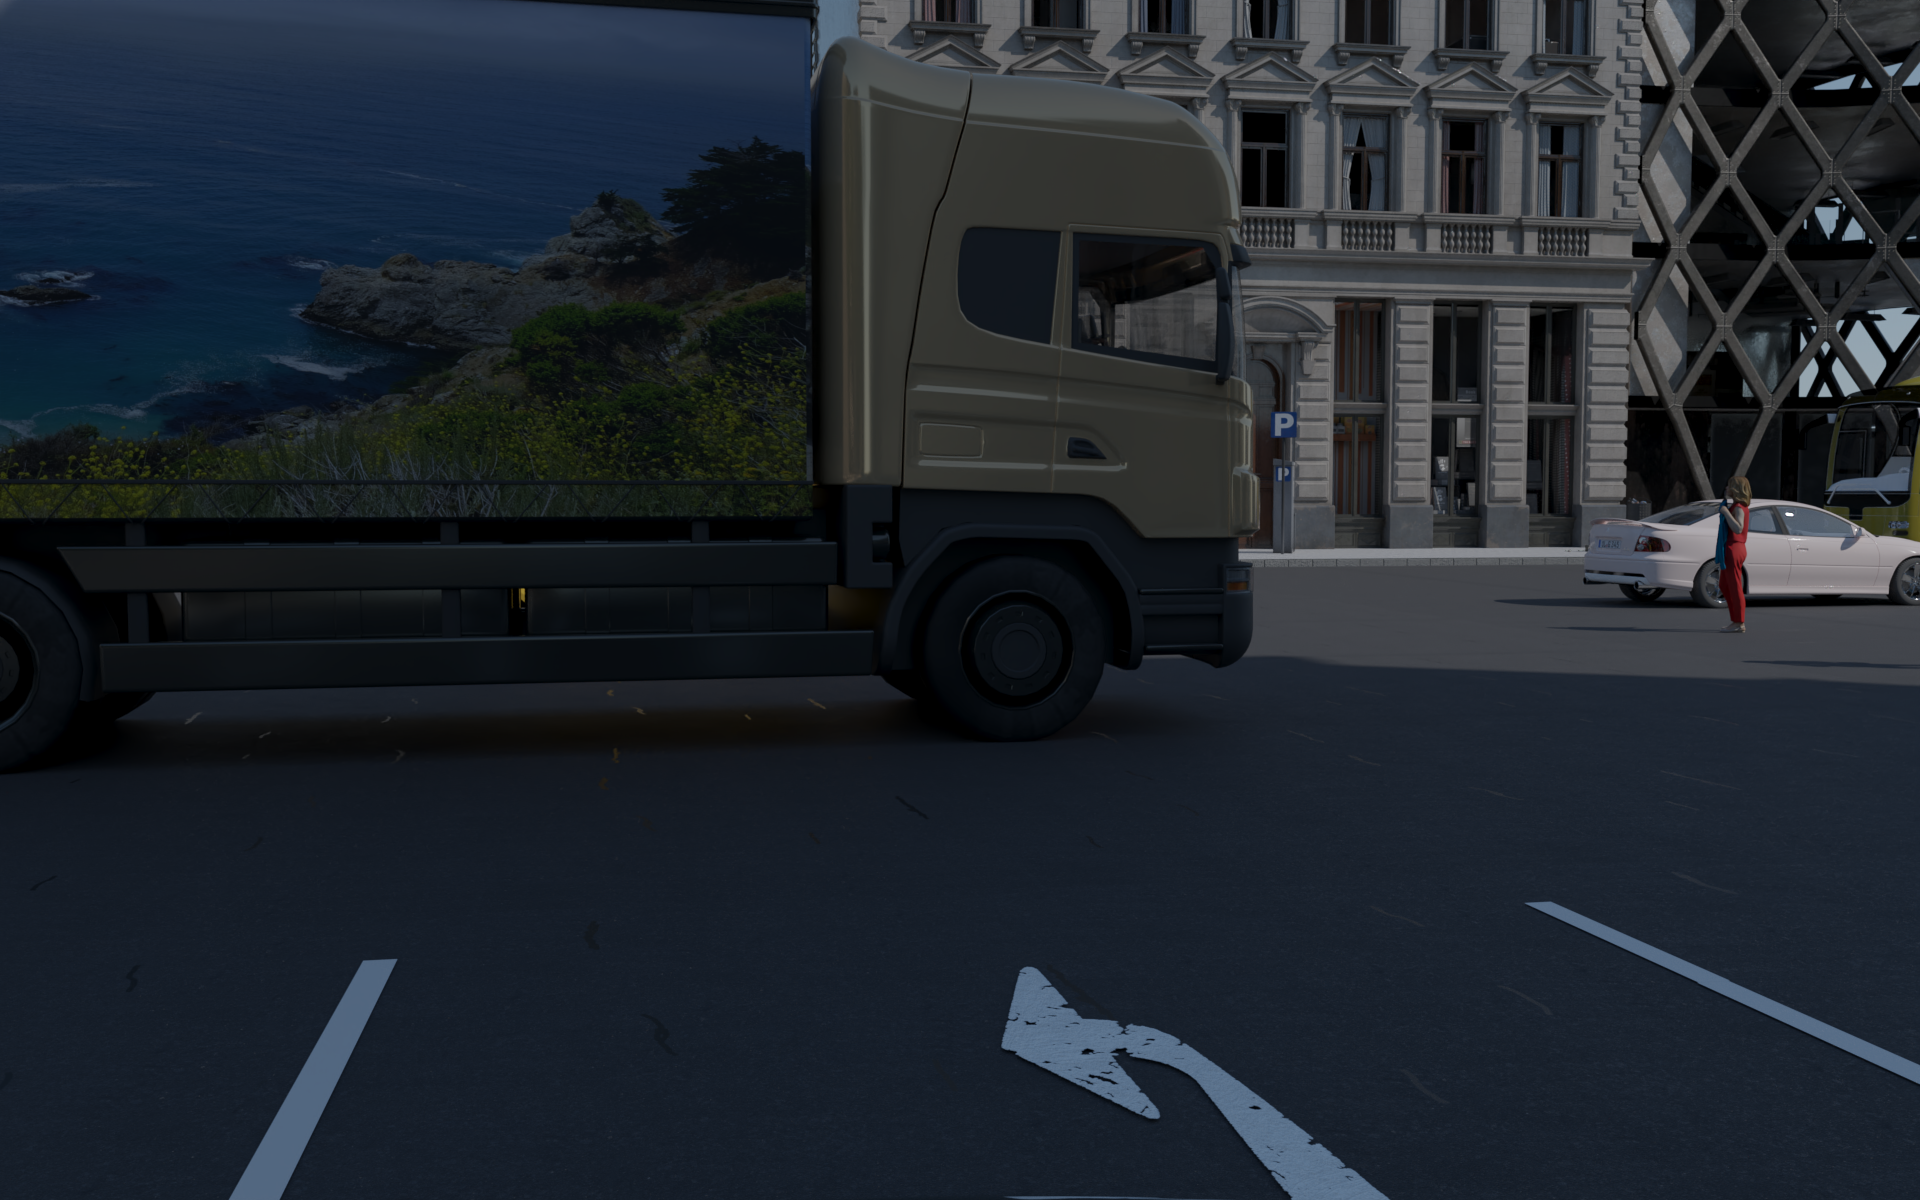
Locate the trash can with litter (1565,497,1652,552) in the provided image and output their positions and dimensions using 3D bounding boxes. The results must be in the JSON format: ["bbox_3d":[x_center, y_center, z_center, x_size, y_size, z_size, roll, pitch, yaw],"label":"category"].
[{"bbox_3d":[14.610,-1.670,38.356,2.233,1.210,1.678,1,4,22],"label":"trash can with litter"}]

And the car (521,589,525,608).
[{"bbox_3d":[-2.813,-0.311,15.305,3.980,1.641,2.015,-1,4,-9],"label":"car"}]

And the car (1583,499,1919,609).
[{"bbox_3d":[10.653,-0.637,22.776,4.827,1.381,2.083,-1,4,-11],"label":"car"}]

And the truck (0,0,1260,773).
[{"bbox_3d":[-3.249,-1.303,10.222,11.283,4.237,2.839,-1,4,-13],"label":"truck"}]

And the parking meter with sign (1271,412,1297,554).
[{"bbox_3d":[7.056,-2.528,37.586,0.543,3.016,1.738,1,4,13],"label":"parking meter with sign"}]

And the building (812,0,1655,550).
[{"bbox_3d":[6.061,-13.150,43.882,19.941,23.489,11.050,-1,4,-11],"label":"building"}]

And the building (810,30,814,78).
[{"bbox_3d":[-7.740,-30.775,153.282,14.600,45.320,14.200,-1,4,-11],"label":"building"}]

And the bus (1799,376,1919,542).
[{"bbox_3d":[23.520,-2.693,35.578,12.252,3.916,2.896,-1,4,-12],"label":"bus"}]

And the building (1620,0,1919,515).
[{"bbox_3d":[23.939,-11.218,50.867,16.811,18.784,16.820,-1,4,-11],"label":"building"}]

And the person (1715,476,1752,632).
[{"bbox_3d":[7.985,-0.473,17.942,0.593,1.614,0.444,-3,5,-39],"label":"person"}]
